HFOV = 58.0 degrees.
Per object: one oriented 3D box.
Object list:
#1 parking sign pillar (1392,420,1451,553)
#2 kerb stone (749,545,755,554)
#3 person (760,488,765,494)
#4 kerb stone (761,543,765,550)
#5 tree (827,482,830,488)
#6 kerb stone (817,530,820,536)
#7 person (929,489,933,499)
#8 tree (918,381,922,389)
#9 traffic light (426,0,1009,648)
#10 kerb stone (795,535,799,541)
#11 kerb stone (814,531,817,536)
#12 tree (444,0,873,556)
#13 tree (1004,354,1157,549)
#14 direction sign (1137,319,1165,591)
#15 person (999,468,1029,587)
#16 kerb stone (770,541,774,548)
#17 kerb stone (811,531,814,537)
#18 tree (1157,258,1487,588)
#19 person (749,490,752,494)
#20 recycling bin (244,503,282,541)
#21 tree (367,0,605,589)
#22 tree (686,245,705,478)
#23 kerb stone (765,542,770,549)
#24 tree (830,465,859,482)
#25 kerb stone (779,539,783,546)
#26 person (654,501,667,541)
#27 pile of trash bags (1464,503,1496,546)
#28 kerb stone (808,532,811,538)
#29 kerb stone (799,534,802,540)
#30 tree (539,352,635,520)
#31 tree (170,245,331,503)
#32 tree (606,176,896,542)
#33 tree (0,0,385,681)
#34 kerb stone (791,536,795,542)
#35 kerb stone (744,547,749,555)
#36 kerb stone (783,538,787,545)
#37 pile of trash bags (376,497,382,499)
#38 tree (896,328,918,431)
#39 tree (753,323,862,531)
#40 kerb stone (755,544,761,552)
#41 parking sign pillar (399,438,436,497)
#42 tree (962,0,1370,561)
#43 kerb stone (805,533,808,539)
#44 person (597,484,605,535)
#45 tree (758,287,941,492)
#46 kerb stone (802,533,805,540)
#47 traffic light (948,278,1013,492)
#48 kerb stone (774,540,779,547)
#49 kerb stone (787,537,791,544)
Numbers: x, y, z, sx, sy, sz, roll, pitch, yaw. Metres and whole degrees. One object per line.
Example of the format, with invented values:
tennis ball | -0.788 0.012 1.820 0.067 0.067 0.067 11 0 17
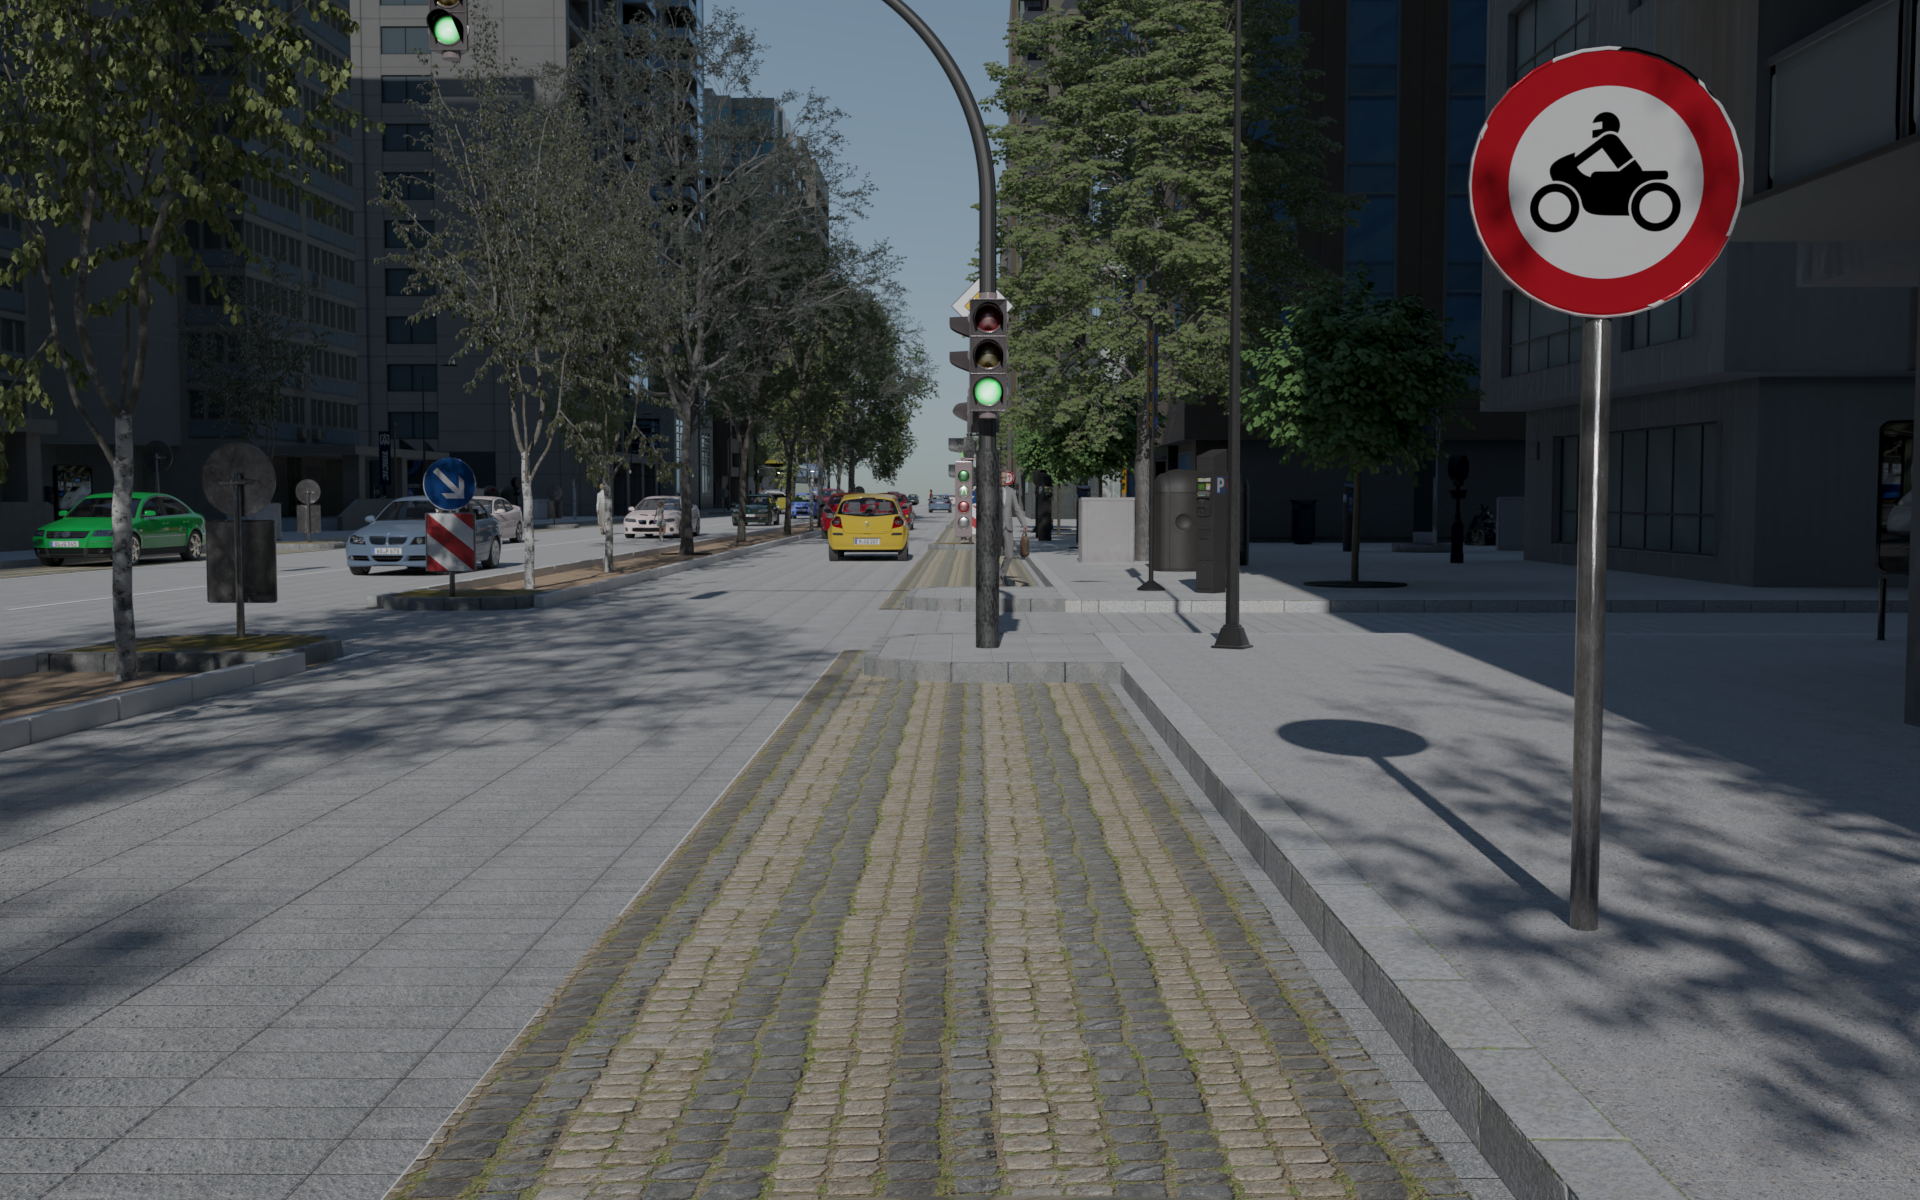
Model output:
parking sign pillar | 10.328 -3.051 38.351 1.447 3.967 1.447 1 4 20
kerb stone | -5.122 -1.188 41.723 0.120 0.150 1.000 0 4 0
person | -12.464 -6.146 108.972 0.705 1.826 1.348 2 4 30
kerb stone | -5.105 -1.320 43.772 0.120 0.150 1.000 0 4 0
tree | -17.840 -14.448 230.828 1.663 3.219 1.824 0 3 0
kerb stone | -4.976 -2.261 59.158 0.120 0.150 1.000 0 4 0
person | -2.462 -8.349 144.947 0.705 1.831 1.348 0 4 -5
tree | -6.056 -9.036 84.602 8.767 10.594 7.601 0 4 0
traffic light | -1.889 -2.422 14.269 4.771 5.953 1.251 0 4 0
kerb stone | -5.033 -1.822 51.983 0.120 0.150 1.000 0 4 0
kerb stone | -4.985 -2.198 58.136 0.120 0.150 1.000 0 4 0
tree | -6.439 -7.800 40.358 12.009 13.543 11.850 0 3 0
tree | 3.274 -3.485 40.693 4.285 4.588 4.351 0 3 0
direction sign | 2.544 -1.894 22.961 0.379 3.537 0.876 1 4 14
person | 0.634 -1.043 25.682 0.709 1.813 0.853 -2 4 -26
kerb stone | -5.094 -1.445 45.824 0.120 0.150 1.000 0 4 0
kerb stone | -4.996 -2.135 57.107 0.120 0.150 1.000 0 4 0
tree | 5.577 -2.471 24.109 4.285 4.588 4.351 0 3 0
person | -16.460 -7.755 135.971 1.217 1.739 0.721 -1 4 -13
recycling bin | -19.144 -2.148 47.674 0.722 1.027 0.722 -3 4 -36
tree | -6.441 -4.444 25.485 4.360 8.622 3.978 0 3 0
tree | -6.380 -4.786 31.078 4.360 8.622 3.978 0 3 0
kerb stone | -5.098 -1.382 44.794 0.120 0.150 1.000 0 4 0
tree | -18.127 -20.244 256.744 9.928 11.665 9.643 0 3 0
kerb stone | -5.071 -1.571 47.876 0.120 0.150 1.000 0 4 0
person | -9.168 -2.398 52.729 0.505 1.210 0.382 2 4 35
pile of trash bags | 14.513 -2.057 43.385 3.447 1.369 1.912 -1 4 -20
kerb stone | -5.004 -2.073 56.081 0.120 0.150 1.000 0 4 0
kerb stone | -5.030 -1.882 53.005 0.120 0.150 1.000 0 4 0
tree | -19.085 -8.324 86.467 4.737 8.622 4.395 0 3 0
tree | -20.456 -6.116 50.354 4.360 8.622 3.978 0 3 0
tree | -6.500 -6.956 50.600 8.767 10.594 7.601 0 4 0
tree | -6.425 -3.695 13.239 4.737 8.622 4.395 0 3 0
kerb stone | -5.049 -1.756 50.954 0.120 0.150 1.000 0 4 0
kerb stone | -5.136 -1.131 40.701 0.120 0.150 1.000 0 4 0
kerb stone | -5.059 -1.628 48.909 0.120 0.150 1.000 0 4 0
pile of trash bags | -28.106 -4.646 85.719 1.912 1.369 3.447 1 4 9
tree | -6.037 -7.507 59.604 8.767 10.594 7.601 0 4 0
tree | -5.692 -6.917 65.918 4.737 8.622 4.395 0 3 0
kerb stone | -5.108 -1.255 42.748 0.120 0.150 1.000 0 4 0
parking sign pillar | -26.294 -5.787 83.094 1.447 3.967 1.447 0 4 7
tree | 3.950 -7.024 32.968 7.486 12.596 7.792 0 3 0
kerb stone | -5.011 -2.010 55.056 0.120 0.150 1.000 0 4 0
person | -12.534 -3.188 60.848 0.478 1.798 0.641 1 4 14
tree | -5.852 -10.628 93.226 9.611 12.733 9.660 0 3 0
kerb stone | -5.009 -1.942 54.034 0.120 0.150 1.000 0 4 0
traffic light | 0.271 -2.046 22.378 0.839 4.253 0.868 0 4 0
kerb stone | -5.076 -1.508 46.850 0.120 0.150 1.000 0 4 0
kerb stone | -5.054 -1.696 49.930 0.120 0.150 1.000 0 4 0
